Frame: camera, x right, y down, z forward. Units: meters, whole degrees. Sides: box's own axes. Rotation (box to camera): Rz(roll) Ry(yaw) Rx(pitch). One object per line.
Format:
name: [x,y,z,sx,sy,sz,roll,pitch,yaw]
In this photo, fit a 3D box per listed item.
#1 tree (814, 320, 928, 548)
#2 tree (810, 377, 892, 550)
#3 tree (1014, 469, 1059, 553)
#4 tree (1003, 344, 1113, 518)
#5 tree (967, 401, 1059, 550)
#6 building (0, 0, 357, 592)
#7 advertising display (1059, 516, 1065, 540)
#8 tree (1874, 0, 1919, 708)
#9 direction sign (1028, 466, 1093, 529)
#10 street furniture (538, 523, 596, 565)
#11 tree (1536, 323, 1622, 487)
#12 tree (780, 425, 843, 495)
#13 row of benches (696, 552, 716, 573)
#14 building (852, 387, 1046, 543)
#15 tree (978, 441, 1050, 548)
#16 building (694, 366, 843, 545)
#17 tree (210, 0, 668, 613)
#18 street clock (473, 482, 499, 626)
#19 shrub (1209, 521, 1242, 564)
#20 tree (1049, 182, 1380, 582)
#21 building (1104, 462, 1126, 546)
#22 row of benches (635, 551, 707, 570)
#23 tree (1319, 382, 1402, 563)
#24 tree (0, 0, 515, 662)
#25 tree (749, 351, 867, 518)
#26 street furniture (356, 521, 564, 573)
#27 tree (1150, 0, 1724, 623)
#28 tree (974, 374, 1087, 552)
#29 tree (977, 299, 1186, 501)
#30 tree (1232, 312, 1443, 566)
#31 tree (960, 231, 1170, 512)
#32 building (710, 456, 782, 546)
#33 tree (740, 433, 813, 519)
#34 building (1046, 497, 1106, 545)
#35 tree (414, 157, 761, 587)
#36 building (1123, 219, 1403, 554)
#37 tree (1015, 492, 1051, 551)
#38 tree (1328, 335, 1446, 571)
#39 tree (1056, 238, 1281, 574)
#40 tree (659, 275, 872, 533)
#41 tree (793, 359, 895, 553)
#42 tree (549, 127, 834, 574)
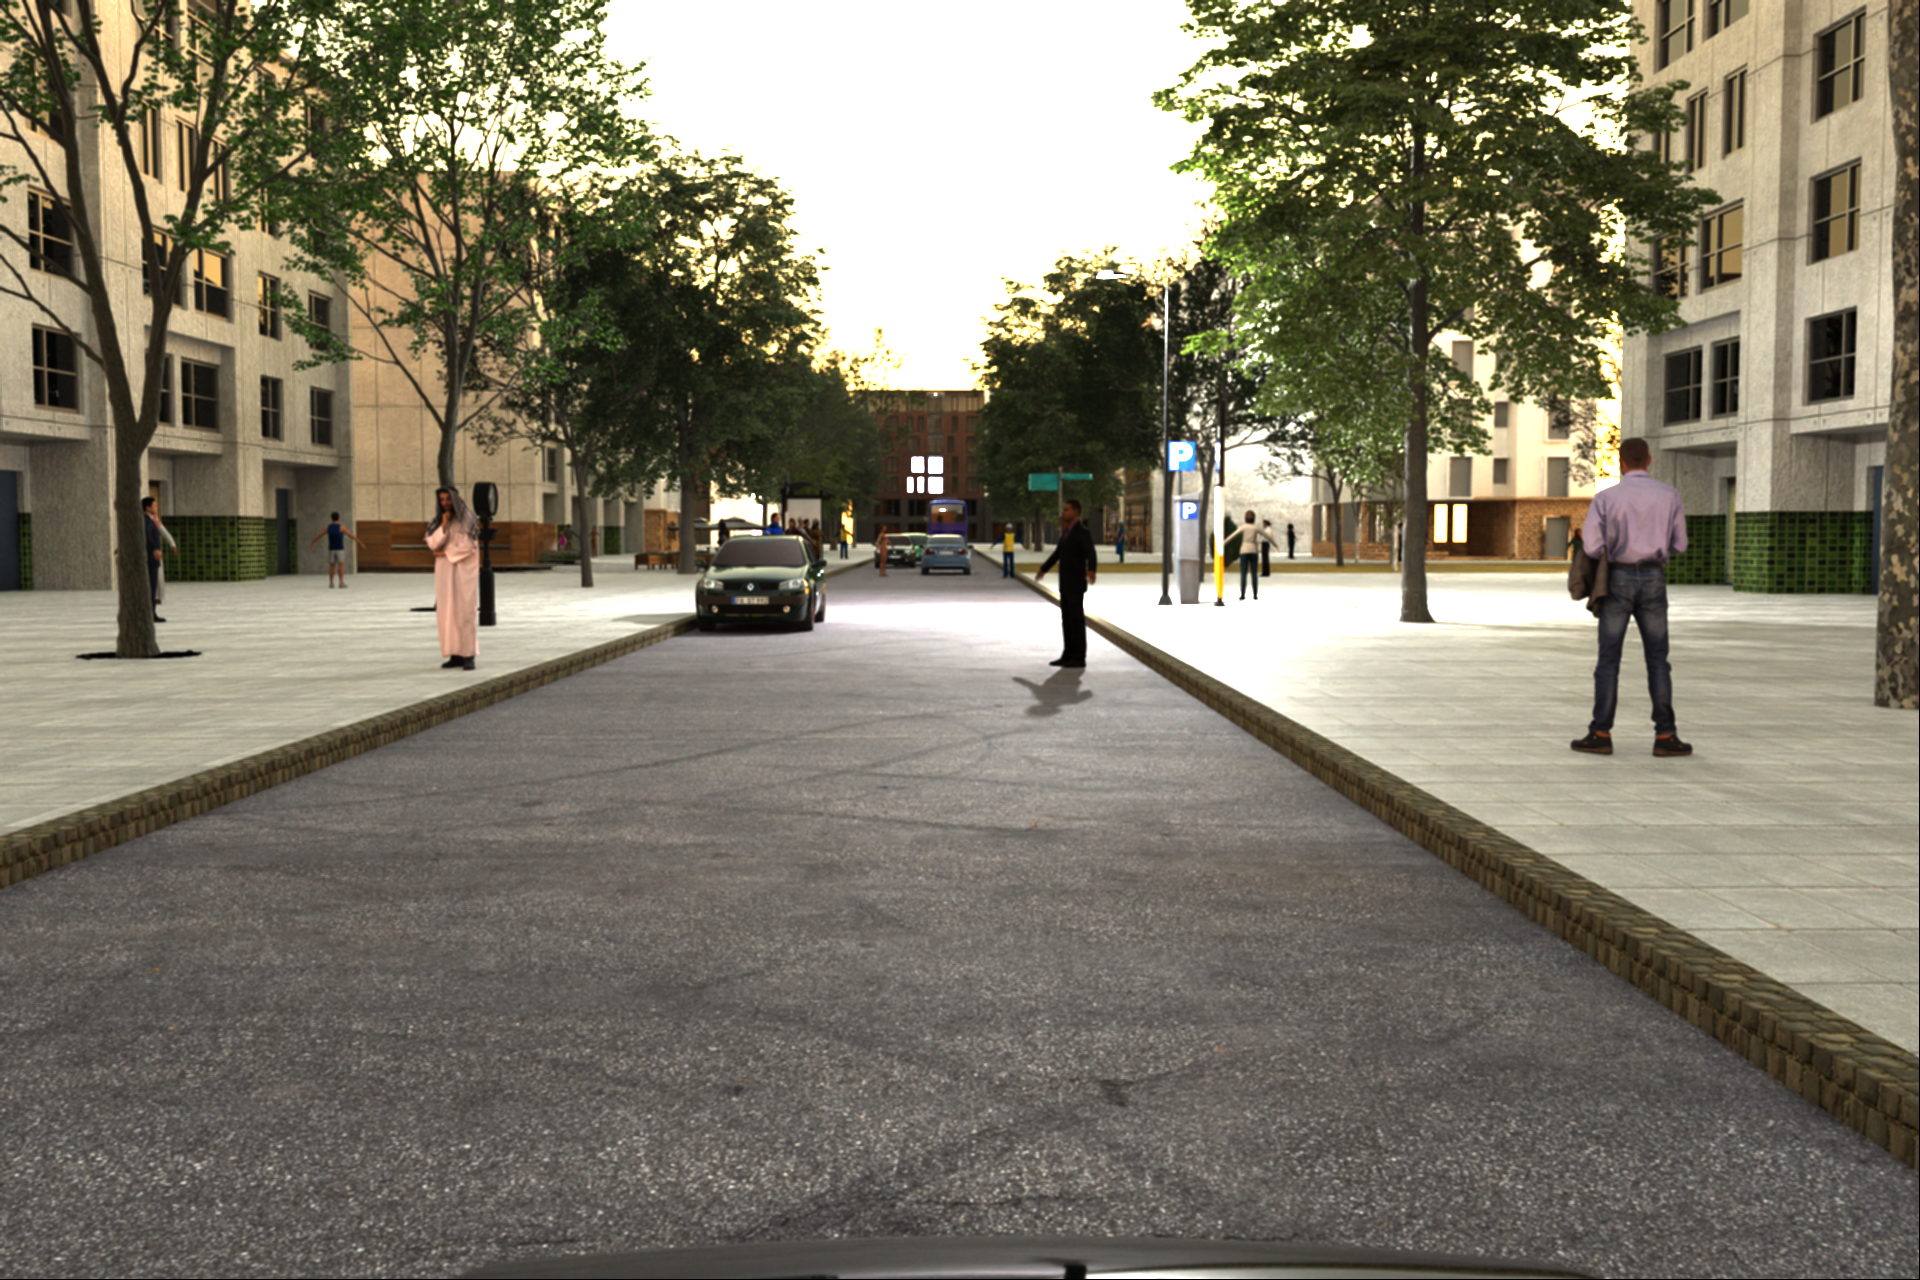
tree: [-9.063,-18.248,154.239,12.611,20.169,13.585,0,3,0]
tree: [-9.841,-13.997,135.506,9.857,13.997,8.962,0,3,0]
tree: [5.479,-10.087,115.287,4.737,8.622,4.395,0,3,0]
tree: [6.201,-11.297,102.841,7.486,12.596,7.792,0,3,0]
tree: [5.549,-14.379,141.748,9.857,13.997,8.962,0,3,0]
building: [-27.712,-10.566,39.220,16.747,18.905,31.486,0,3,0]
advertising display: [3.744,-3.573,63.627,0.123,1.923,0.974,0,4,-1]
tree: [6.035,-9.498,11.185,12.611,20.169,13.585,0,3,0]
direction sign: [3.967,-4.831,67.755,2.525,3.948,1.411,0,4,-1]
street furniture: [-18.870,-4.074,73.462,11.010,1.723,9.812,0,4,-7]
tree: [28.243,-8.337,70.727,8.767,10.594,7.601,0,4,-6]
tree: [-8.919,-9.066,98.586,4.737,8.622,4.395,0,3,0]
row of benches: [-8.429,-2.615,58.213,1.422,0.672,4.104,-2,4,-27]
building: [1.161,-24.892,253.412,32.646,21.610,27.936,0,4,0]
tree: [6.112,-15.354,157.697,9.857,13.997,8.962,0,3,0]
building: [-29.910,-23.259,224.265,27.936,21.610,32.646,0,4,-1]
tree: [-8.410,-6.284,28.500,9.928,11.665,9.643,0,3,0]
street clock: [-6.620,-1.201,24.206,0.358,2.002,0.471,0,4,0]
shrub: [11.511,-4.314,74.959,1.690,2.028,1.600,0,3,0]
tree: [6.439,-6.789,45.410,8.767,10.594,7.601,-1,4,-19]
building: [25.962,-21.982,190.341,19.493,23.208,18.063,0,4,0]
row of benches: [-10.558,-2.957,63.803,1.422,0.672,4.104,2,4,27]
tree: [17.626,-7.707,76.372,4.737,8.622,4.395,0,3,0]
tree: [-8.571,-5.632,17.842,9.928,11.665,9.643,0,3,0]
tree: [-9.640,-11.540,106.813,7.486,12.596,7.792,0,3,0]
street furniture: [-18.577,-3.340,61.463,11.010,1.723,9.812,1,4,13]
tree: [6.564,-6.505,24.487,7.486,12.596,7.792,0,3,0]
tree: [5.720,-13.400,125.738,9.857,13.997,8.962,0,3,0]
tree: [5.883,-10.850,87.774,12.009,13.543,11.850,0,3,0]
tree: [15.101,-8.228,68.941,8.767,10.594,7.601,-1,4,-10]
tree: [4.742,-10.278,74.702,9.857,13.997,8.962,0,3,0]
building: [-23.564,-15.404,193.998,9.099,9.664,28.070,0,4,0]
tree: [-9.218,-8.703,92.662,4.360,8.622,3.978,0,3,0]
building: [24.797,-23.080,221.334,27.936,21.610,32.646,0,4,0]
tree: [-9.055,-6.573,41.884,8.767,10.594,7.601,-1,4,-12]
building: [21.755,-17.805,122.044,19.493,23.208,18.063,0,3,0]
tree: [5.475,-11.238,134.099,4.737,8.622,4.395,0,3,0]
tree: [15.484,-6.738,60.529,4.360,8.622,3.978,0,3,0]
tree: [6.525,-7.420,55.734,8.767,10.594,7.601,3,5,42]
tree: [-9.166,-10.388,80.219,12.009,13.543,11.850,0,3,0]
tree: [-9.709,-12.854,120.539,12.009,13.543,11.850,0,3,0]
tree: [-8.690,-9.105,55.528,9.857,13.997,8.962,0,3,0]
